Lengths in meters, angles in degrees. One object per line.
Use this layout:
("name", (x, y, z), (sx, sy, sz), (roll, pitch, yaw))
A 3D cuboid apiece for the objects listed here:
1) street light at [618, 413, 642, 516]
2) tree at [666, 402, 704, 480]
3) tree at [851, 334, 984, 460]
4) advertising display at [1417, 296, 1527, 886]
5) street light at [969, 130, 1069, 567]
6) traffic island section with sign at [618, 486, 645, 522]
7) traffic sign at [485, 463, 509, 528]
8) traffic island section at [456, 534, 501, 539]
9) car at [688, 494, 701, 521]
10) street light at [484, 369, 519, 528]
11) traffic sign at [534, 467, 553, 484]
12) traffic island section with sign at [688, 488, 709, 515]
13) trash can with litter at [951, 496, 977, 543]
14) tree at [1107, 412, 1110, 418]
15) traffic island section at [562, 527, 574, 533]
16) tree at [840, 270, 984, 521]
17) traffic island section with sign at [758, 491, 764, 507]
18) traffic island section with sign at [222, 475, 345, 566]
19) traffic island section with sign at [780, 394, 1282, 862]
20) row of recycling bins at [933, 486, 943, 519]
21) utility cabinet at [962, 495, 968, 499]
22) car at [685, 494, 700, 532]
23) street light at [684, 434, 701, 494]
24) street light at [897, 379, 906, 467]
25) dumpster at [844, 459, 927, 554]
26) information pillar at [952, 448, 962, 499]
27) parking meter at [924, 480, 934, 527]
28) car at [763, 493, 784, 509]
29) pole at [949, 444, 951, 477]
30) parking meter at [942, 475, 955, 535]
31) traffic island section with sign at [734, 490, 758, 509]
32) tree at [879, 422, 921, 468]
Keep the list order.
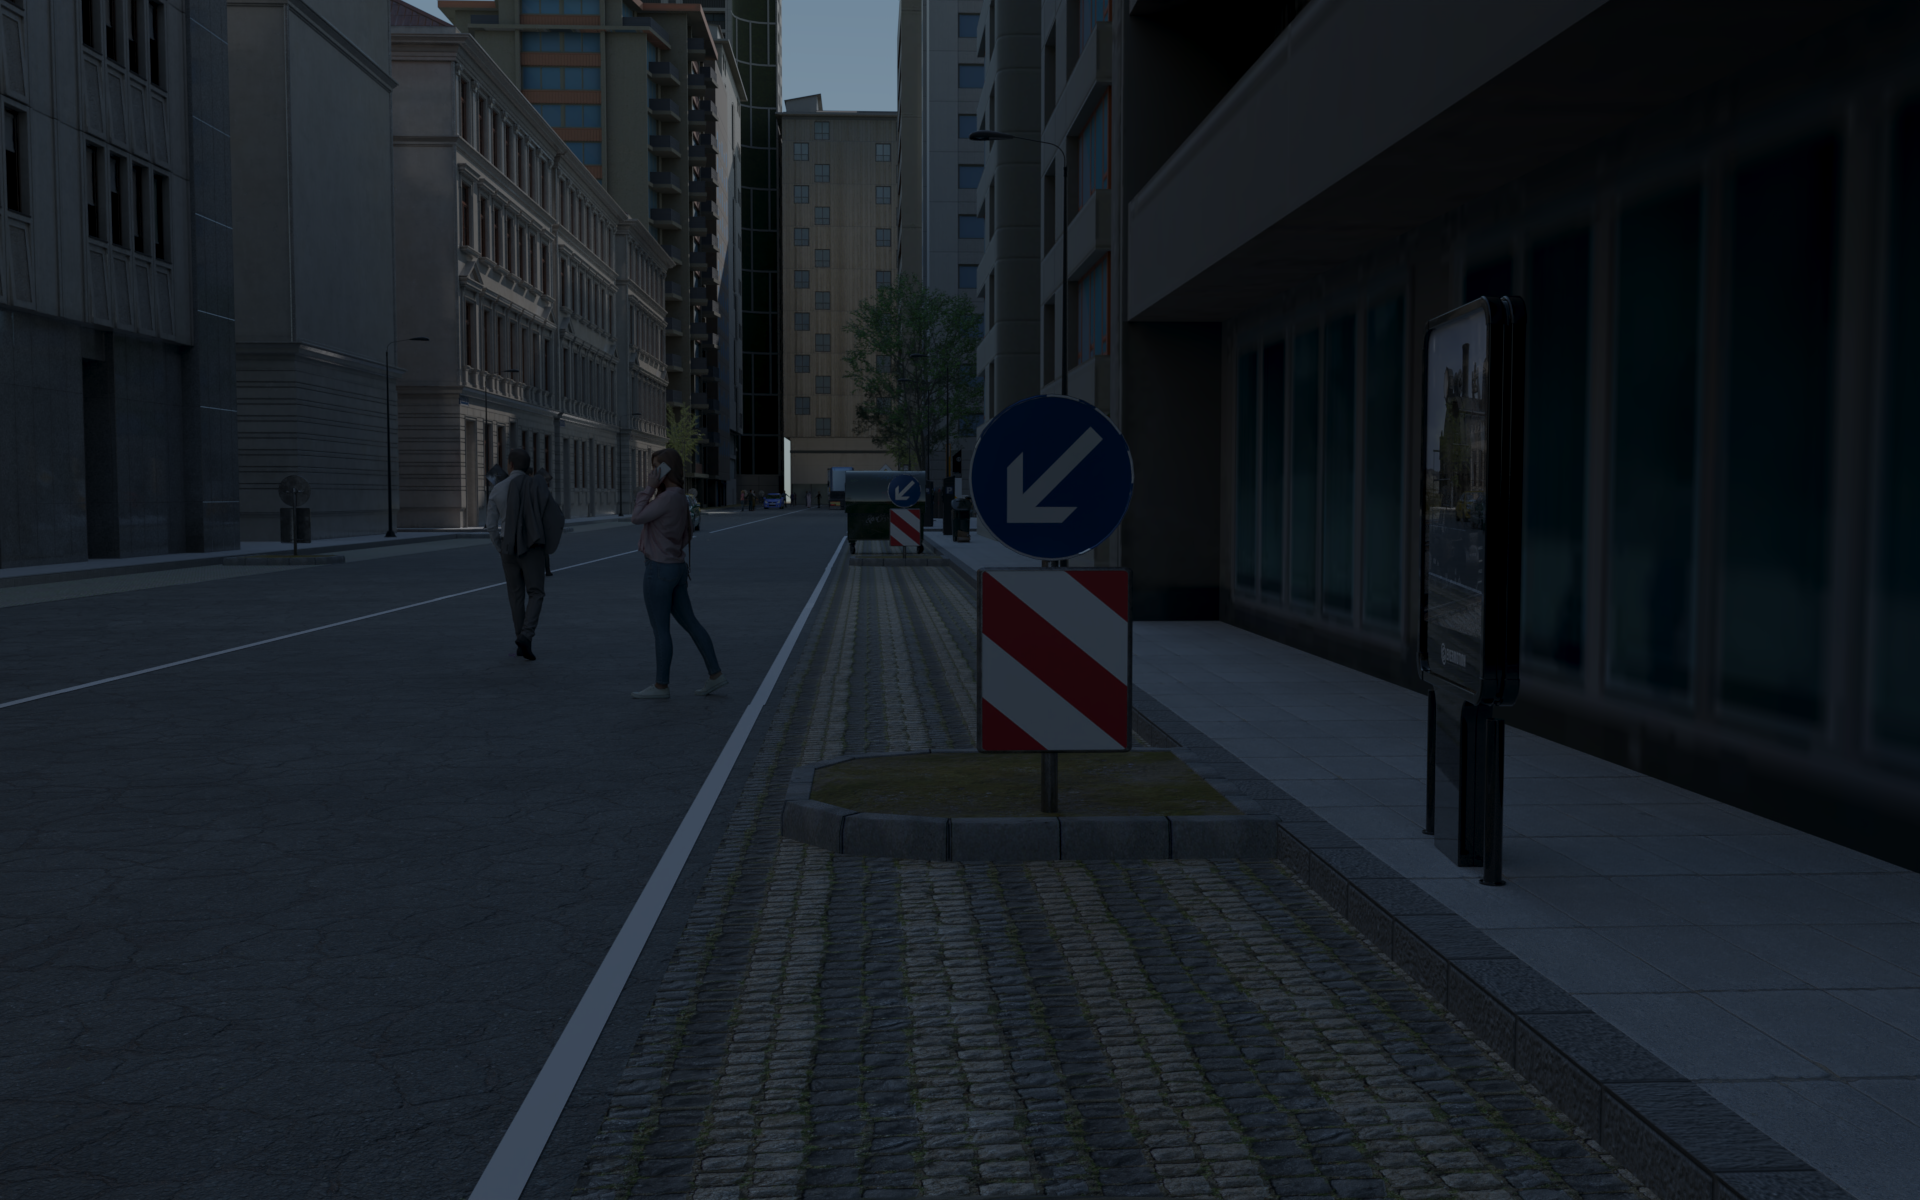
("street light", (-18.923, -7.752, 99.293), (1.470, 5.913, 1.316), (0, 4, -3))
("tree", (-22.413, -11.451, 137.582), (4.737, 8.622, 4.395), (0, 3, 0))
("tree", (-2.365, -10.091, 99.401), (8.767, 10.594, 7.601), (1, 4, 10))
("advertising display", (1.773, -0.053, 6.073), (0.123, 1.923, 0.974), (0, 4, 3))
("street light", (0.814, -3.044, 22.313), (1.470, 5.913, 1.316), (0, 4, -3))
("traffic island section with sign", (-16.640, -4.976, 89.980), (1.989, 1.847, 2.006), (0, 4, -3))
("traffic sign", (-15.189, -3.253, 56.821), (0.795, 2.450, 0.064), (0, 4, -3))
("traffic island section", (-15.212, -2.116, 56.882), (2.009, 0.180, 2.903), (0, 4, -3))
("car", (-13.366, -4.429, 82.634), (2.015, 1.641, 3.980), (0, 4, -3))
("street light", (-17.085, -5.627, 64.535), (1.470, 5.913, 1.316), (0, 4, -3))
("traffic sign", (-15.612, -3.740, 64.795), (0.795, 2.450, 0.064), (0, 4, -3))
("traffic island section with sign", (-18.101, -6.656, 117.445), (1.989, 1.847, 2.006), (0, 4, -3))
("trash can with litter", (0.113, -2.125, 46.132), (0.624, 1.170, 1.055), (-1, 4, -10))
("tree", (2.772, -1.724, 22.795), (1.663, 3.219, 1.824), (0, 3, 0))
("traffic island section", (-15.635, -2.604, 64.856), (2.009, 0.180, 2.903), (0, 4, -3))
("tree", (-1.882, -9.541, 81.745), (9.928, 11.665, 9.643), (0, 3, 0))
("traffic island section with sign", (-22.137, -11.315, 193.621), (1.989, 1.847, 2.006), (0, 4, -3))
("traffic island section with sign", (-13.752, -1.641, 35.458), (1.989, 1.847, 2.006), (0, 4, -3))
("traffic island section with sign", (0.221, 0.059, 7.661), (1.989, 1.847, 2.006), (0, 4, -3))
("row of recycling bins", (-0.962, -5.139, 91.133), (1.069, 1.692, 3.534), (-2, 4, -26))
("utility cabinet", (-0.008, -5.504, 101.147), (1.020, 1.237, 0.306), (-1, 4, -19))
("car", (-10.992, -3.340, 66.412), (2.131, 1.459, 4.920), (0, 4, -4))
("street light", (-20.773, -9.885, 134.167), (1.470, 5.913, 1.316), (0, 4, -3))
("street light", (-1.818, -5.955, 69.903), (1.470, 5.913, 1.316), (0, 4, -3))
("dumpster", (-1.771, -2.226, 41.347), (1.985, 2.255, 1.502), (0, 4, -2))
("information pillar", (-0.139, -5.967, 88.919), (0.504, 3.616, 0.183), (0, 4, -6))
("parking meter", (-1.229, -3.792, 67.711), (0.399, 1.863, 0.255), (1, 4, 21))
("car", (-17.726, -9.504, 164.983), (1.945, 1.707, 3.694), (0, 4, -1))
("pole", (-0.471, -4.667, 70.141), (0.158, 3.312, 0.155), (0, 3, 0))
("parking meter", (-0.365, -2.957, 54.051), (0.399, 1.863, 0.255), (-1, 4, -8))
("traffic island section with sign", (-20.702, -9.655, 166.490), (1.989, 1.847, 2.006), (0, 4, -3))
("tree", (-4.723, -11.916, 145.185), (4.737, 8.622, 4.395), (0, 3, 0))
